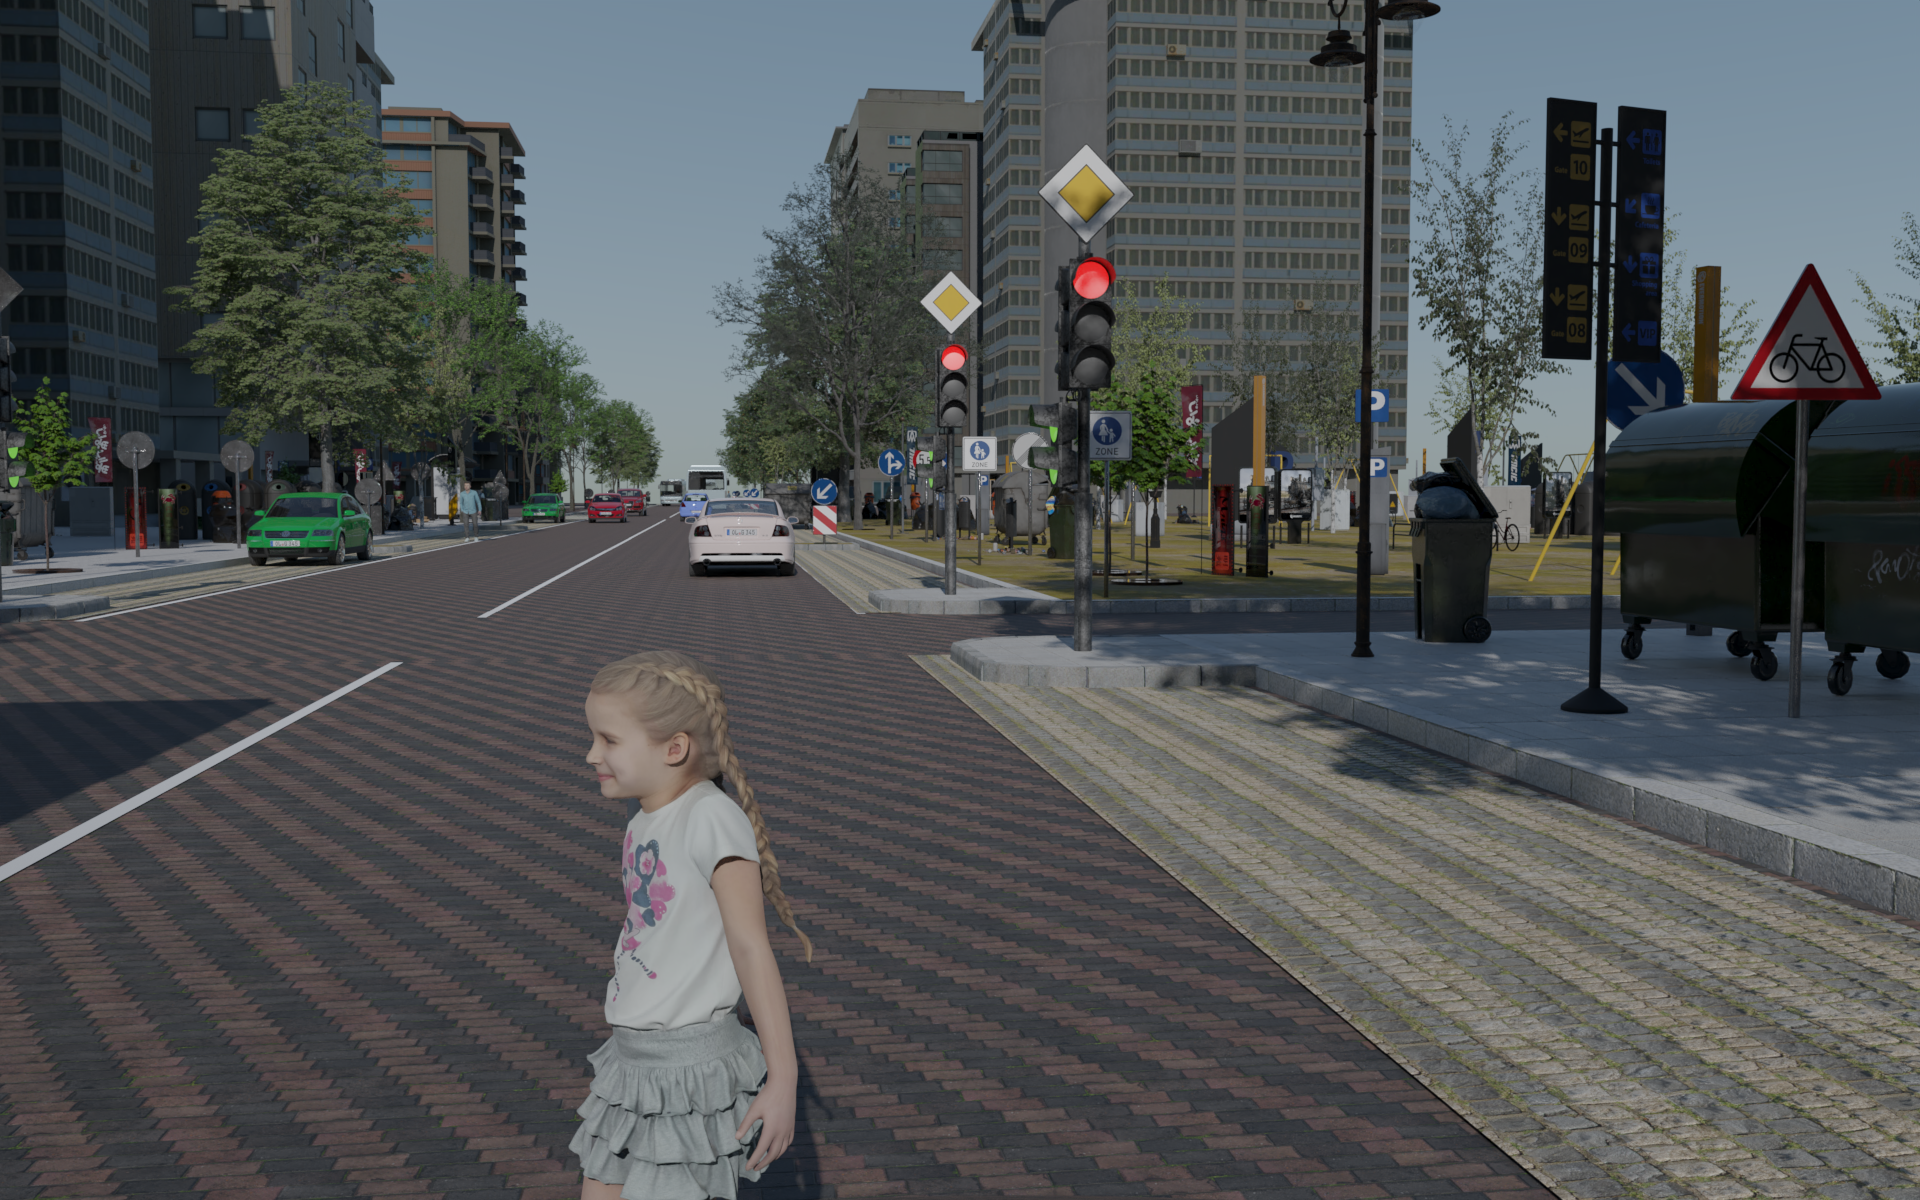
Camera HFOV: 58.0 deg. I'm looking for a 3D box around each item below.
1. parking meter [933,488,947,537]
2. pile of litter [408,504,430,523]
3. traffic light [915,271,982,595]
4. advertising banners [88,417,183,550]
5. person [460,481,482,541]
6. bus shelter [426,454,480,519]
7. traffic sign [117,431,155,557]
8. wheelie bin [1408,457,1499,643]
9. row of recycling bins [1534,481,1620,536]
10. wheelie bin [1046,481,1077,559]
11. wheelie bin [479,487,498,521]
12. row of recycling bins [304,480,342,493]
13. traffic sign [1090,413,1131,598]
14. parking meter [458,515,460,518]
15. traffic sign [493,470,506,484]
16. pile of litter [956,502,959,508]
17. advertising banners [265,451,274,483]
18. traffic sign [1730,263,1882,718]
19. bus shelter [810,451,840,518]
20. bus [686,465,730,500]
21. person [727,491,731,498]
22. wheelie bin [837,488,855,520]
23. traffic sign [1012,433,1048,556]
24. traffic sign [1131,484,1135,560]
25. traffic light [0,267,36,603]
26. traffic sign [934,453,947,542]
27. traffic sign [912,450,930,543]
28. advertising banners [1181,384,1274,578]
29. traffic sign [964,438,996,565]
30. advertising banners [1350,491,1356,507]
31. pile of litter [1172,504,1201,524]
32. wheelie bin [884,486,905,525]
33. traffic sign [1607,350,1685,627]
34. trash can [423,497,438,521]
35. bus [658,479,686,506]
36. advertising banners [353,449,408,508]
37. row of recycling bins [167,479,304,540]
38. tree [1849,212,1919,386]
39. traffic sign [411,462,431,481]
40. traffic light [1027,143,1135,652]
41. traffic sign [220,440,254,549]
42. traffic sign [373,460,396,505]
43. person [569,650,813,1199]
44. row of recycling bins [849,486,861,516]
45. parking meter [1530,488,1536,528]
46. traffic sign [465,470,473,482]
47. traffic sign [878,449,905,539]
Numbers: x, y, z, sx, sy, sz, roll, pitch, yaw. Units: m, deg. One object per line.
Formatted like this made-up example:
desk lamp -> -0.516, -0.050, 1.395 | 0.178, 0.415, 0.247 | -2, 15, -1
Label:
parking meter -> -0.625, -2.627, 51.366 | 0.372, 1.533, 0.369 | 0, 3, 0
pile of litter -> -24.330, -3.893, 77.609 | 1.719, 0.858, 1.176 | -3, 5, -44
traffic light -> -0.138, -2.021, 21.967 | 0.839, 4.253, 0.868 | 0, 4, -8
advertising banners -> -18.998, -2.676, 39.933 | 0.090, 3.025, 2.074 | 3, 5, 41
person -> -14.775, -2.679, 52.315 | 0.660, 1.820, 0.620 | 0, 4, -8
bus shelter -> -26.273, -5.870, 89.902 | 2.014, 3.302, 5.546 | -1, 4, -8
traffic sign -> -16.693, -2.140, 35.090 | 0.768, 2.556, 0.104 | 0, 4, -1
wheelie bin -> 4.283, -0.441, 15.124 | 0.693, 1.594, 0.980 | 0, 4, 3
row of recycling bins -> 19.486, -2.890, 54.362 | 1.069, 1.692, 3.534 | -2, 4, -29
wheelie bin -> 2.172, -1.611, 34.254 | 0.980, 1.594, 0.693 | -3, 4, -38
wheelie bin -> -22.304, -4.523, 81.862 | 0.980, 1.594, 0.693 | -3, 5, -41
row of recycling bins -> -19.817, -2.719, 51.572 | 1.069, 1.692, 3.534 | 2, 4, 26
traffic sign -> 1.811, -1.179, 21.400 | 0.606, 2.300, 0.079 | 0, 4, 1
parking meter -> -27.303, -5.223, 93.812 | 0.372, 1.533, 0.369 | 0, 3, 0
traffic sign -> -24.980, -5.754, 94.089 | 0.884, 2.594, 0.081 | 0, 4, -6
pile of litter -> -0.470, -4.842, 93.127 | 1.176, 0.858, 1.719 | 0, 4, -5
advertising banners -> -28.164, -4.477, 69.388 | 0.090, 3.025, 2.074 | 1, 4, 19
traffic sign -> 4.787, -0.603, 9.865 | 0.884, 2.594, 0.081 | 0, 4, -5
bus shelter -> -7.138, -6.058, 90.331 | 1.731, 3.624, 6.357 | -1, 4, -8
bus -> -17.084, -7.488, 117.281 | 2.948, 3.499, 13.247 | 0, 4, -8
person -> -27.305, -11.978, 204.328 | 0.705, 1.826, 1.348 | -2, 4, -32
wheelie bin -> -5.614, -4.710, 84.910 | 0.980, 1.594, 0.693 | -2, 4, -29
traffic sign -> 1.460, -2.196, 36.006 | 0.768, 2.556, 0.104 | 0, 4, 0
traffic sign -> 3.374, -2.057, 33.744 | 0.768, 2.556, 0.104 | 0, 4, -4
traffic light -> -11.384, -1.923, 20.356 | 0.839, 4.253, 0.868 | 0, 4, -8
traffic sign -> -0.674, -2.854, 46.774 | 0.768, 2.556, 0.104 | 0, 4, -1
traffic sign -> -0.881, -2.793, 45.772 | 0.768, 2.556, 0.104 | 0, 4, -6
advertising banners -> 4.162, -1.897, 27.201 | 0.090, 3.025, 2.074 | -2, 4, -35
traffic sign -> 0.351, -1.769, 31.056 | 0.606, 2.300, 0.079 | 0, 4, -4
advertising banners -> 20.325, -5.729, 89.861 | 2.074, 3.025, 0.090 | -1, 4, -22
pile of litter -> 9.898, -3.769, 75.589 | 1.176, 0.858, 1.719 | -1, 4, -11
wheelie bin -> -2.677, -3.852, 70.881 | 0.980, 1.594, 0.693 | 2, 4, 24
traffic sign -> 5.845, -0.909, 14.962 | 0.768, 2.556, 0.104 | 0, 4, -2
trash can -> -25.442, -4.373, 83.150 | 0.748, 1.137, 0.748 | 0, 3, 0
bus -> -34.008, -12.904, 205.842 | 2.948, 3.499, 13.247 | 0, 4, -6
advertising banners -> -22.335, -4.316, 66.748 | 2.074, 3.025, 0.090 | 0, 3, 0
row of recycling bins -> -20.556, -2.550, 48.813 | 3.534, 1.692, 1.069 | 0, 4, -1
tree -> 24.829, -5.716, 43.817 | 4.737, 8.622, 4.395 | 0, 3, 0
traffic sign -> -21.411, -4.202, 68.800 | 0.768, 2.556, 0.104 | 0, 4, -7
traffic light -> 0.988, -1.538, 14.061 | 0.839, 4.253, 0.868 | 0, 4, -8
traffic sign -> -16.964, -2.482, 40.679 | 0.768, 2.556, 0.104 | 0, 4, -8
traffic sign -> -22.092, -4.066, 66.483 | 0.884, 2.594, 0.081 | 0, 4, -6
person -> -0.341, 0.675, 2.485 | 0.382, 1.210, 0.505 | -3, 4, -38
row of recycling bins -> -5.789, -5.251, 92.967 | 1.069, 1.692, 3.534 | 0, 4, -3
parking meter -> 21.793, -3.499, 65.624 | 0.372, 1.533, 0.369 | 0, 3, 0
traffic sign -> -26.501, -5.672, 92.843 | 0.768, 2.556, 0.104 | 0, 4, -1
traffic sign -> -1.927, -2.985, 48.904 | 0.768, 2.556, 0.104 | 0, 4, -5
